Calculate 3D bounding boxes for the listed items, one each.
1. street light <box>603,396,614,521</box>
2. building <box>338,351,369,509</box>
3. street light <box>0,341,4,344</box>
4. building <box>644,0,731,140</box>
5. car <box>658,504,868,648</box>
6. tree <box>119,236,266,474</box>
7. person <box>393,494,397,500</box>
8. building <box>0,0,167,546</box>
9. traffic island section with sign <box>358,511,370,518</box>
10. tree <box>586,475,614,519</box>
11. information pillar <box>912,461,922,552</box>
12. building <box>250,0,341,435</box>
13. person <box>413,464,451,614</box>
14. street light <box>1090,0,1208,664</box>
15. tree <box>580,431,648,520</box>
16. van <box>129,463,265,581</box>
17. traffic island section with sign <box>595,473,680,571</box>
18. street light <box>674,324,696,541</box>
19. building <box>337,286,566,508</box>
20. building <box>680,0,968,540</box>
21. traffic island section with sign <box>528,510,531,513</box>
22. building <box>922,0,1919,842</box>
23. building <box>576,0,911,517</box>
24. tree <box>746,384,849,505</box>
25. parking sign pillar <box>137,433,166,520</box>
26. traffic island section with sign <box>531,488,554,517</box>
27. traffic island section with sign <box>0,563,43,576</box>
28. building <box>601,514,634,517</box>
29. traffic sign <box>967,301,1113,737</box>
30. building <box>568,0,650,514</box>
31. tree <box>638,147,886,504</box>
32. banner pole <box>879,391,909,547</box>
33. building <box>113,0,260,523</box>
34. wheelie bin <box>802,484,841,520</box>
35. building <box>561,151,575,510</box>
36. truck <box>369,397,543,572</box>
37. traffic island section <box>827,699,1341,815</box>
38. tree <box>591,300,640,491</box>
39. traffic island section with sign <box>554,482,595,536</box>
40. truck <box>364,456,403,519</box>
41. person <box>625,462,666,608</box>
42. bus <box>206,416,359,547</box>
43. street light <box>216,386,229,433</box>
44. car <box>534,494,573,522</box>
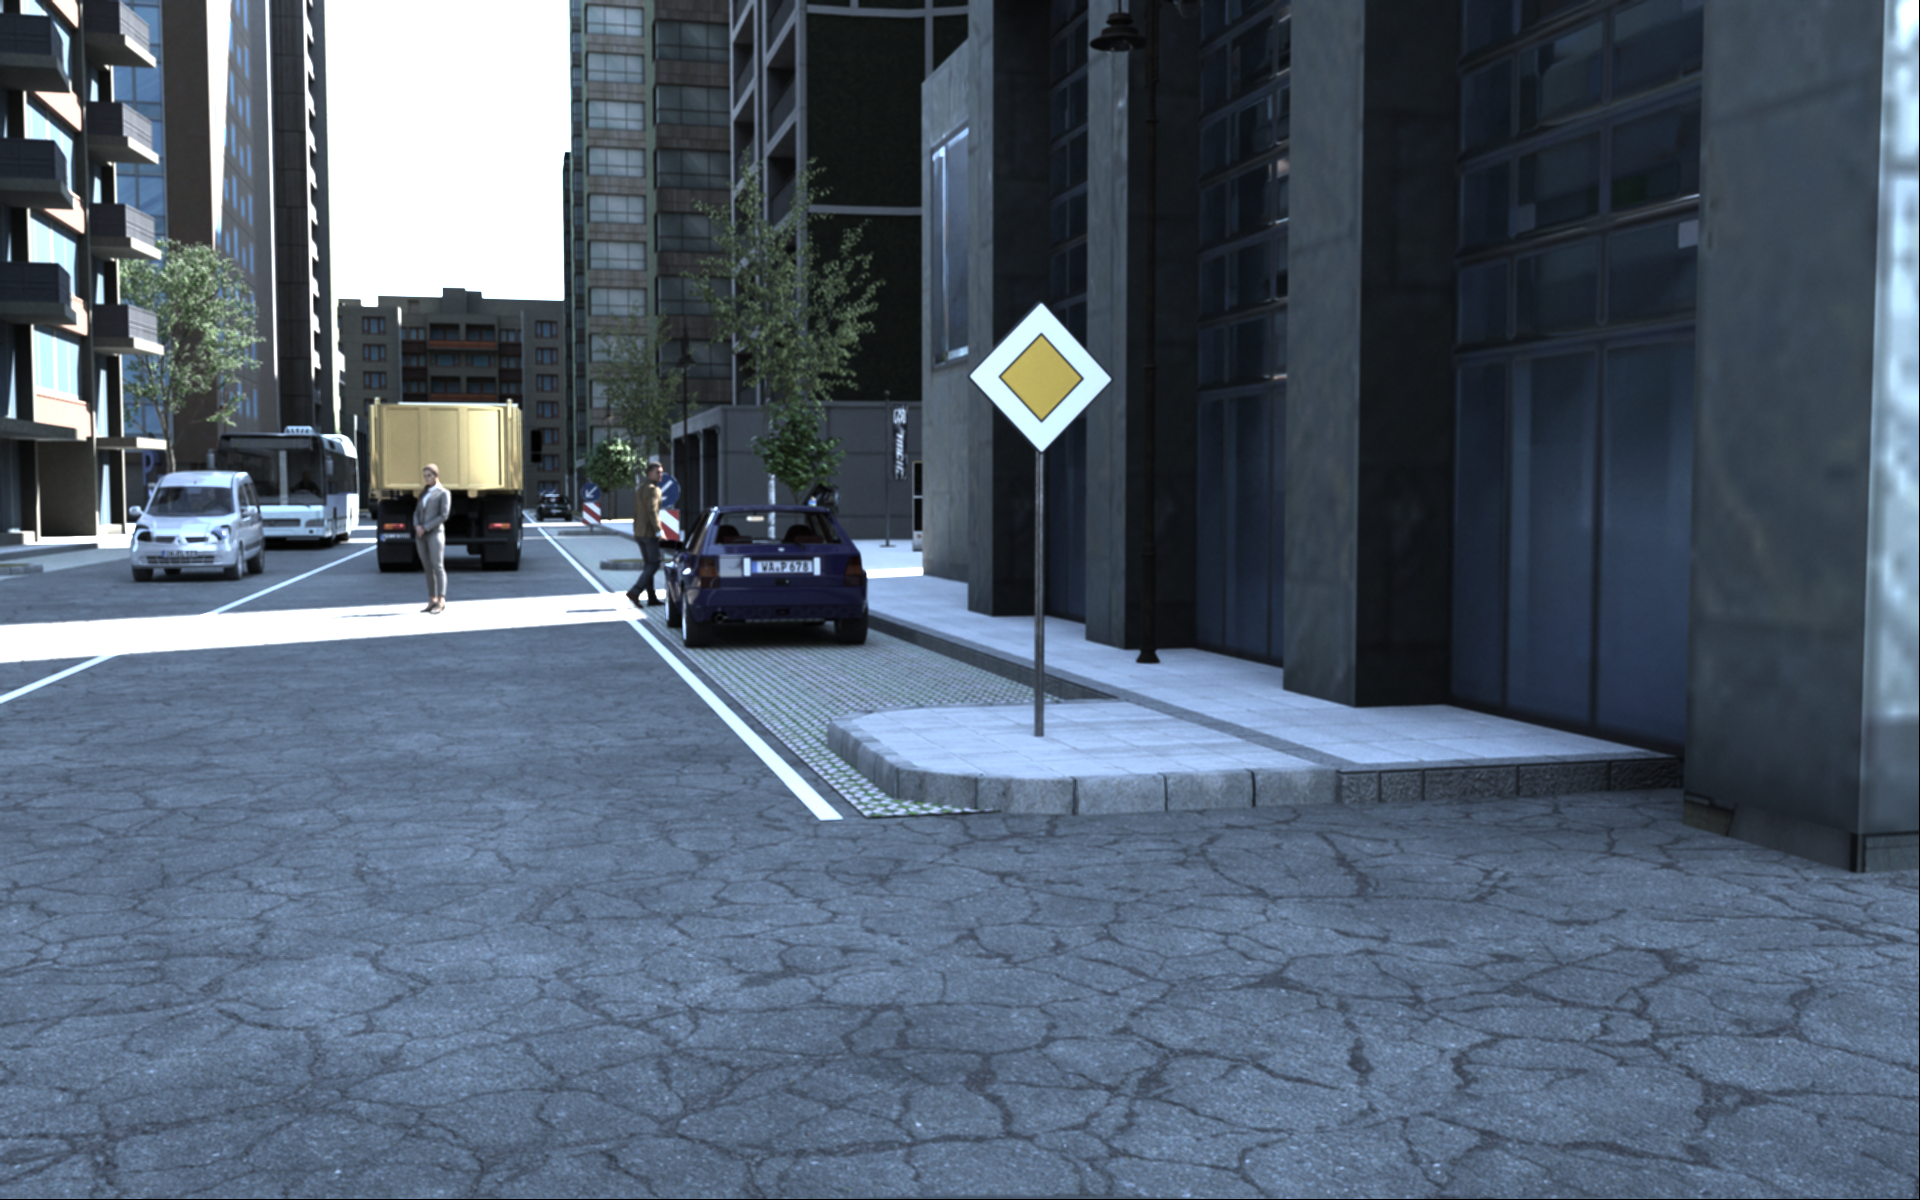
[{"bbox_3d":[-16.529,-6.653,81.559,0.468,5.910,1.993,-1,4,-15],"label":"street light"},{"bbox_3d":[-64.370,-50.331,135.591,31.000,86.520,22.319,-1,4,-15],"label":"building"},{"bbox_3d":[-22.439,-4.106,39.918,0.468,5.910,1.993,-1,4,-15],"label":"street light"},{"bbox_3d":[-7.082,-18.700,77.439,14.160,30.474,14.107,-1,4,-15],"label":"building"},{"bbox_3d":[-2.043,-0.305,17.560,1.945,1.354,3.894,-1,4,-13],"label":"car"},{"bbox_3d":[-30.503,-8.610,66.525,9.928,11.665,9.643,0,3,0],"label":"tree"},{"bbox_3d":[-26.391,-4.261,81.407,0.421,1.427,0.697,3,4,38],"label":"person"},{"bbox_3d":[-34.256,-23.840,44.406,22.147,44.769,28.867,-1,4,-15],"label":"building"},{"bbox_3d":[-36.929,-5.871,104.617,1.989,1.847,2.006,-1,4,-15],"label":"traffic island section with sign"},{"bbox_3d":[-18.535,-5.859,90.404,1.663,3.219,1.824,0,3,0],"label":"tree"},{"bbox_3d":[-0.892,-2.092,38.703,0.304,2.012,0.304,0,4,7],"label":"information pillar"},{"bbox_3d":[-51.108,-26.663,119.538,14.154,41.232,14.086,-1,4,-15],"label":"building"},{"bbox_3d":[-6.413,-0.740,20.870,0.520,1.790,0.573,1,4,12],"label":"person"},{"bbox_3d":[1.432,-2.460,13.015,0.468,5.910,1.993,-1,4,-15],"label":"street light"},{"bbox_3d":[-17.331,-6.338,87.333,4.285,4.588,4.351,0,3,0],"label":"tree"},{"bbox_3d":[-13.103,-1.398,29.872,2.013,2.044,4.112,-1,4,-15],"label":"van"},{"bbox_3d":[-5.877,-1.503,33.203,1.989,1.847,2.006,-1,4,-15],"label":"traffic island section with sign"},{"bbox_3d":[-7.500,-4.559,47.331,0.468,5.910,1.993,-1,4,-15],"label":"street light"},{"bbox_3d":[-49.796,-20.147,174.446,28.899,21.520,27.650,-1,4,-15],"label":"building"},{"bbox_3d":[2.174,-37.566,52.452,20.563,71.187,20.611,-1,4,-15],"label":"building"},{"bbox_3d":[-32.431,-7.679,134.180,1.989,1.847,2.006,-1,4,-15],"label":"traffic island section with sign"},{"bbox_3d":[15.548,-43.176,18.594,31.000,86.520,22.319,-1,4,-15],"label":"building"},{"bbox_3d":[-15.933,-41.635,118.990,20.563,71.187,20.611,-1,4,-15],"label":"building"},{"bbox_3d":[-2.761,-2.205,30.651,1.663,3.219,1.824,0,3,0],"label":"tree"},{"bbox_3d":[-35.096,-5.321,75.469,1.447,3.967,1.447,3,5,41],"label":"parking sign pillar"},{"bbox_3d":[-25.522,-6.073,107.922,1.989,1.847,2.006,-1,4,-15],"label":"traffic island section with sign"},{"bbox_3d":[-17.509,-1.352,30.735,1.989,1.847,2.006,-1,4,-15],"label":"traffic island section with sign"},{"bbox_3d":[-15.152,-25.603,102.206,14.154,41.232,14.086,-1,4,-15],"label":"building"},{"bbox_3d":[0.416,-0.334,9.109,0.795,2.450,0.064,-1,4,-15],"label":"traffic sign"},{"bbox_3d":[-23.476,-27.689,136.308,14.154,41.232,14.086,-1,4,-15],"label":"building"},{"bbox_3d":[-3.880,-5.341,37.685,4.737,8.622,4.395,0,3,0],"label":"tree"},{"bbox_3d":[-1.585,-3.189,42.156,0.863,3.779,0.401,-3,5,-40],"label":"banner pole"},{"bbox_3d":[-42.090,-26.441,82.422,14.600,45.320,14.200,-1,4,-15],"label":"building"},{"bbox_3d":[-2.644,-1.543,33.140,0.693,1.594,0.980,0,4,1],"label":"wheelie bin"},{"bbox_3d":[-27.246,-23.150,150.195,14.160,30.474,14.107,-1,4,-15],"label":"building"},{"bbox_3d":[-10.362,-2.432,35.688,3.469,3.379,9.791,-1,4,-14],"label":"truck"},{"bbox_3d":[0.437,0.801,9.192,2.009,0.180,2.903,-1,4,-15],"label":"traffic island section"},{"bbox_3d":[-12.247,-7.117,66.726,4.737,8.622,4.395,0,3,0],"label":"tree"},{"bbox_3d":[-12.894,-3.136,59.901,1.989,1.847,2.006,-1,4,-15],"label":"traffic island section with sign"},{"bbox_3d":[-32.879,-6.872,101.270,2.839,4.237,11.283,-1,4,-13],"label":"truck"},{"bbox_3d":[-3.917,-0.820,21.820,0.656,1.842,0.836,2,4,26],"label":"person"},{"bbox_3d":[-18.836,-3.312,49.018,2.948,3.499,13.247,-1,4,-15],"label":"bus"},{"bbox_3d":[-31.465,-6.205,74.236,0.468,5.910,1.993,-1,4,-15],"label":"street light"},{"bbox_3d":[-21.322,-4.965,90.958,2.009,1.686,4.222,-1,4,-16],"label":"car"}]
